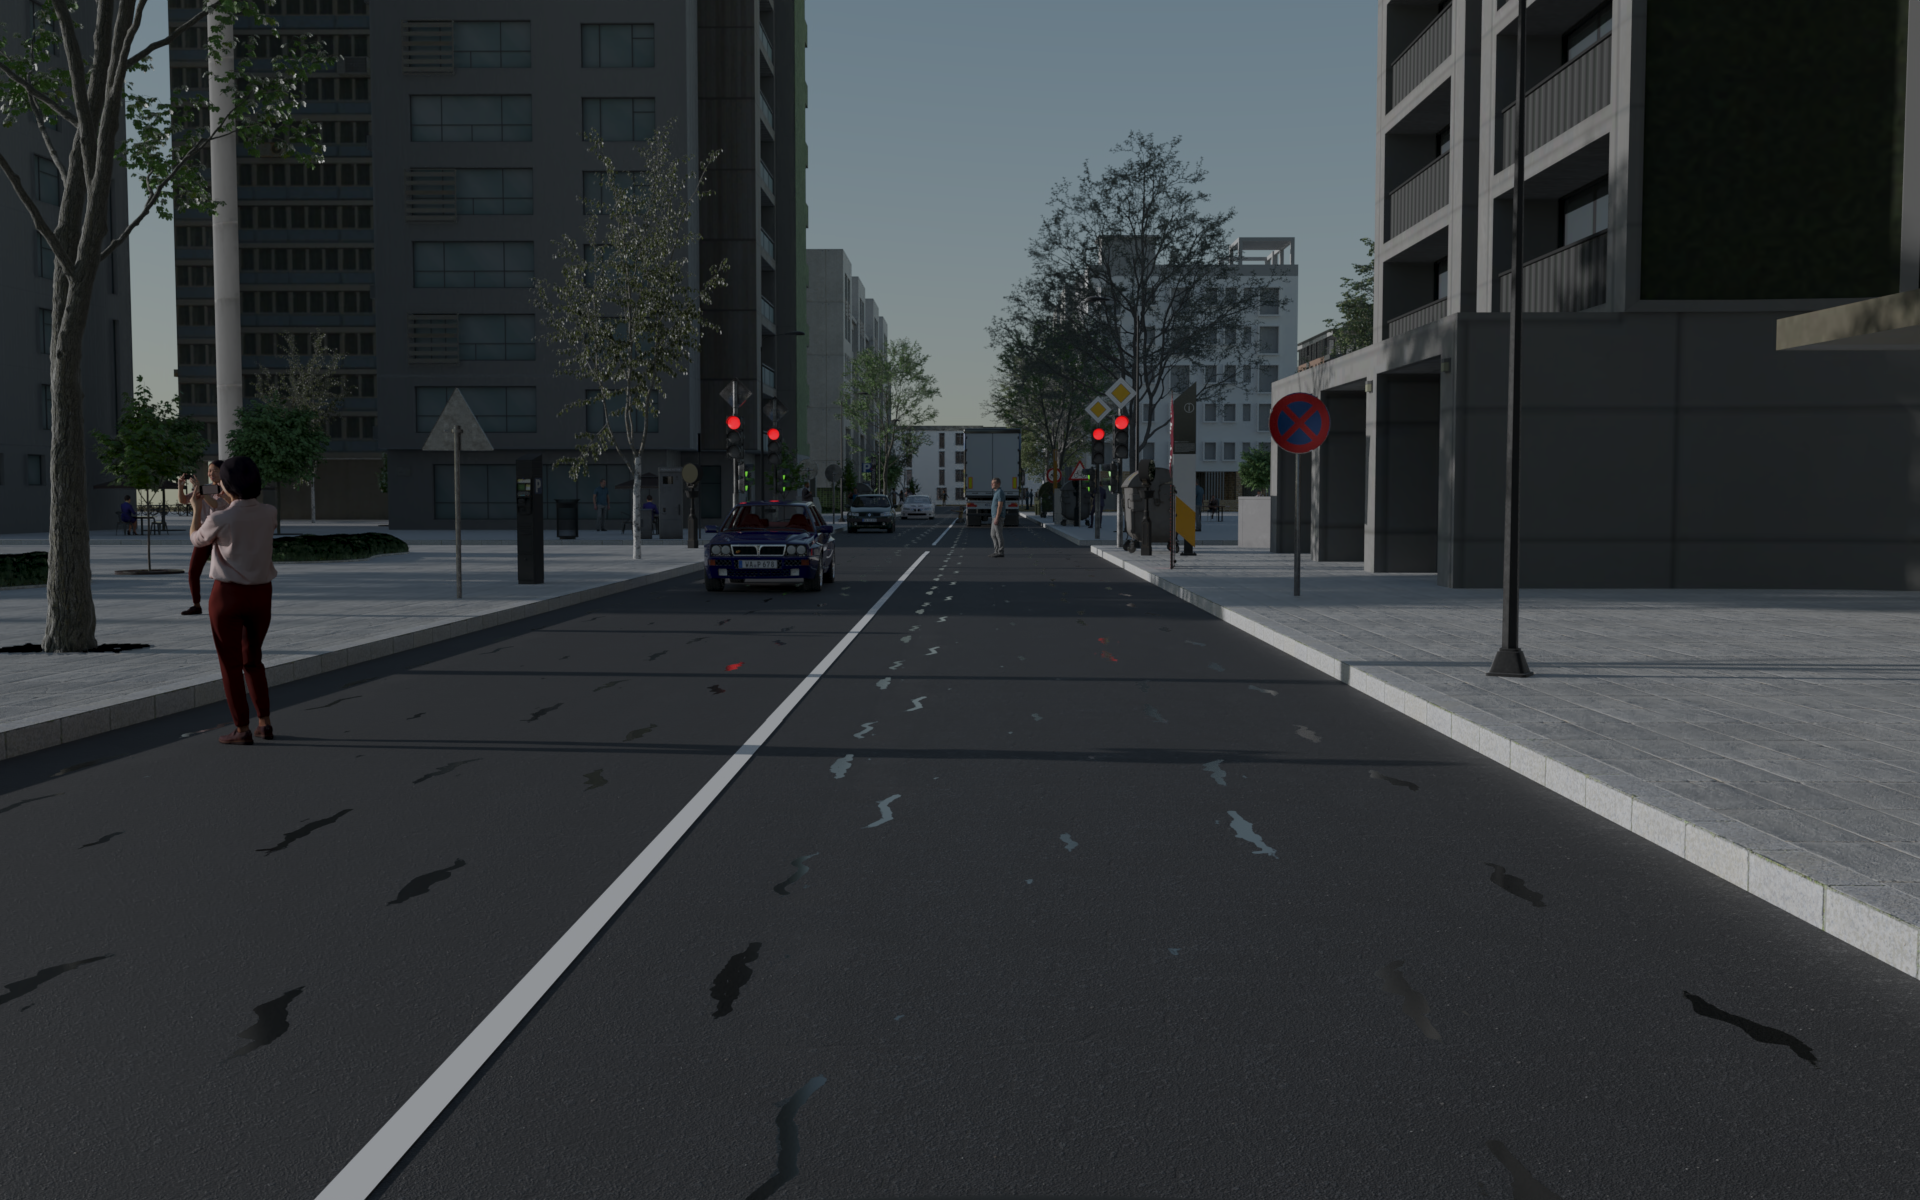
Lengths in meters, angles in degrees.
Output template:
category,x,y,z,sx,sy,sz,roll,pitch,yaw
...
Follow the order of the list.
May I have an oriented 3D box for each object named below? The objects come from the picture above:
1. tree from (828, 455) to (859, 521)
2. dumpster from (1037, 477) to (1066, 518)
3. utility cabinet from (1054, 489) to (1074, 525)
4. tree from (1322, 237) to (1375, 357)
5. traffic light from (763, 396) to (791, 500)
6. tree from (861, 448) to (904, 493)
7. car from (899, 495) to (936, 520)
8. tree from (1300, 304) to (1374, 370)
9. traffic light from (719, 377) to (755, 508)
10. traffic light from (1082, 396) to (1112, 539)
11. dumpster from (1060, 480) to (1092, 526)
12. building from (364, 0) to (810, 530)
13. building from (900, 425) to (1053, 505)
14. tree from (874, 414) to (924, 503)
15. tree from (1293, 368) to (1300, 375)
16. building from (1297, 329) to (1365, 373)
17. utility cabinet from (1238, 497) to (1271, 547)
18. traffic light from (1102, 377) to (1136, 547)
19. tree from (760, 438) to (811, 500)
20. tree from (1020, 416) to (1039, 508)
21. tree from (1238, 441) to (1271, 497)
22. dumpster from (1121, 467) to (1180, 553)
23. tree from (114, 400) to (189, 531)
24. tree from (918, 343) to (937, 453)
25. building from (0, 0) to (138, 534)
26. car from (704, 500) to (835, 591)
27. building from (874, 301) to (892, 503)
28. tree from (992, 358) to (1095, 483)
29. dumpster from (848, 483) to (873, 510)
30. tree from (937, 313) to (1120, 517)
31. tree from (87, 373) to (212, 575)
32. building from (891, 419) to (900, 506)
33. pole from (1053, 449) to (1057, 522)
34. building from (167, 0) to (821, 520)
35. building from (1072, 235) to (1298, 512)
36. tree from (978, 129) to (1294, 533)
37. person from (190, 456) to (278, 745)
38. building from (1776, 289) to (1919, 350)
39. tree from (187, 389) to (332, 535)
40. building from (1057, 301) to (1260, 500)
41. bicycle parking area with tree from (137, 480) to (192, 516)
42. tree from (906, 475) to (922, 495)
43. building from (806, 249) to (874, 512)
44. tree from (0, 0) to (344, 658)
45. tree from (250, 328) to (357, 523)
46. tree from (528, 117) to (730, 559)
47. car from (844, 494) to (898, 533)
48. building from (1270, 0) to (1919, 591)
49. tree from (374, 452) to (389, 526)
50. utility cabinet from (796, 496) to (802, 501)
category,x,y,z,sx,sy,sz,roll,pitch,yaw
tree,-5.421,-5.486,84.305,1.663,3.219,1.824,0,3,0
dumpster,4.941,-5.553,93.290,1.502,2.255,1.985,0,4,1
utility cabinet,4.421,-3.826,71.241,1.173,1.500,0.318,3,5,45
tree,20.242,-10.304,75.120,9.857,13.997,8.962,0,3,0
traffic light,-5.280,-3.713,49.623,0.839,4.253,0.868,0,4,1
tree,-5.582,-8.579,123.975,4.285,4.588,4.351,0,3,0
car,-2.394,-5.292,98.880,2.083,1.381,4.827,0,4,0
tree,15.614,-7.003,64.868,4.360,8.622,3.978,0,3,0
traffic light,-5.372,-3.224,41.638,0.839,4.253,0.868,0,4,1
traffic light,3.921,-3.707,49.534,0.839,4.253,0.868,0,4,1
dumpster,4.670,-3.903,69.577,1.264,1.857,1.865,0,4,1
building,-13.549,-23.423,66.560,14.154,41.232,14.086,0,4,1
building,2.796,-16.776,216.435,28.070,9.664,9.099,0,4,1
tree,-5.079,-12.229,150.306,4.360,8.622,3.978,0,3,0
tree,18.408,-8.372,87.249,4.360,8.622,3.978,0,3,0
building,61.949,-23.259,224.253,32.646,21.610,27.936,0,4,1
utility cabinet,7.256,-1.879,41.882,1.020,1.237,0.306,2,4,34
traffic light,3.829,-3.219,41.549,0.839,4.253,0.868,0,4,1
tree,-6.064,-3.919,58.683,1.663,3.219,1.824,0,3,0
tree,5.507,-12.524,155.125,4.360,8.622,3.978,0,3,0
tree,18.743,-7.589,107.797,4.285,4.588,4.351,0,3,0
dumpster,4.254,-1.987,38.242,1.264,1.857,1.865,0,4,1
tree,-27.829,-4.681,60.252,4.285,4.588,4.351,0,3,0
tree,-4.836,-11.513,113.995,9.928,11.665,9.643,0,3,0
building,-37.339,-22.782,56.076,14.086,41.232,14.154,0,4,1
car,-2.891,-0.866,26.733,1.945,1.354,3.894,0,3,0
building,-16.006,-18.719,172.508,16.747,18.905,31.486,0,4,1
tree,6.089,-12.378,120.508,7.486,12.596,7.792,0,3,0
dumpster,-5.252,-5.242,91.473,1.264,1.857,1.865,0,4,1
tree,5.581,-10.564,98.474,9.928,11.665,9.643,0,3,0
tree,-13.213,-2.035,27.874,1.663,3.219,1.824,0,3,0
building,-21.278,-15.399,193.915,28.070,9.664,9.099,0,4,1
pole,4.348,-5.218,79.164,0.158,3.312,0.155,0,3,0
building,-24.319,-24.576,93.704,32.217,40.220,23.993,0,4,1
building,16.708,-16.864,132.144,16.016,20.091,11.380,0,4,1
tree,5.864,-9.006,57.620,12.009,13.543,11.850,0,3,0
person,-4.183,-0.001,9.977,0.517,1.644,0.566,-1,4,-10
building,18.608,-21.210,1.406,22.147,44.769,28.867,0,4,1
tree,-21.418,-4.318,54.321,4.285,4.588,4.351,0,3,0
building,17.288,-17.587,154.012,16.747,18.905,31.486,0,4,1
bicycle parking area with tree,-46.673,-7.276,105.968,9.016,4.147,8.231,0,4,-1
tree,-4.933,-11.152,176.929,1.663,3.219,1.824,0,3,0
building,-16.606,-16.789,140.952,16.747,18.905,31.486,0,4,1
tree,-7.119,-5.389,13.872,9.928,11.665,9.643,0,3,0
tree,-28.666,-7.675,75.851,4.360,8.622,3.978,0,3,0
tree,-6.476,-5.134,34.305,4.360,8.622,3.978,0,3,0
car,-3.314,-3.382,65.075,2.009,1.686,4.222,0,4,-1
building,16.939,-35.932,25.742,20.563,71.187,20.611,0,4,1
tree,-22.689,-4.547,68.946,1.663,3.219,1.824,0,3,0
utility cabinet,-6.152,-3.450,67.563,0.306,1.237,1.020,0,4,8
